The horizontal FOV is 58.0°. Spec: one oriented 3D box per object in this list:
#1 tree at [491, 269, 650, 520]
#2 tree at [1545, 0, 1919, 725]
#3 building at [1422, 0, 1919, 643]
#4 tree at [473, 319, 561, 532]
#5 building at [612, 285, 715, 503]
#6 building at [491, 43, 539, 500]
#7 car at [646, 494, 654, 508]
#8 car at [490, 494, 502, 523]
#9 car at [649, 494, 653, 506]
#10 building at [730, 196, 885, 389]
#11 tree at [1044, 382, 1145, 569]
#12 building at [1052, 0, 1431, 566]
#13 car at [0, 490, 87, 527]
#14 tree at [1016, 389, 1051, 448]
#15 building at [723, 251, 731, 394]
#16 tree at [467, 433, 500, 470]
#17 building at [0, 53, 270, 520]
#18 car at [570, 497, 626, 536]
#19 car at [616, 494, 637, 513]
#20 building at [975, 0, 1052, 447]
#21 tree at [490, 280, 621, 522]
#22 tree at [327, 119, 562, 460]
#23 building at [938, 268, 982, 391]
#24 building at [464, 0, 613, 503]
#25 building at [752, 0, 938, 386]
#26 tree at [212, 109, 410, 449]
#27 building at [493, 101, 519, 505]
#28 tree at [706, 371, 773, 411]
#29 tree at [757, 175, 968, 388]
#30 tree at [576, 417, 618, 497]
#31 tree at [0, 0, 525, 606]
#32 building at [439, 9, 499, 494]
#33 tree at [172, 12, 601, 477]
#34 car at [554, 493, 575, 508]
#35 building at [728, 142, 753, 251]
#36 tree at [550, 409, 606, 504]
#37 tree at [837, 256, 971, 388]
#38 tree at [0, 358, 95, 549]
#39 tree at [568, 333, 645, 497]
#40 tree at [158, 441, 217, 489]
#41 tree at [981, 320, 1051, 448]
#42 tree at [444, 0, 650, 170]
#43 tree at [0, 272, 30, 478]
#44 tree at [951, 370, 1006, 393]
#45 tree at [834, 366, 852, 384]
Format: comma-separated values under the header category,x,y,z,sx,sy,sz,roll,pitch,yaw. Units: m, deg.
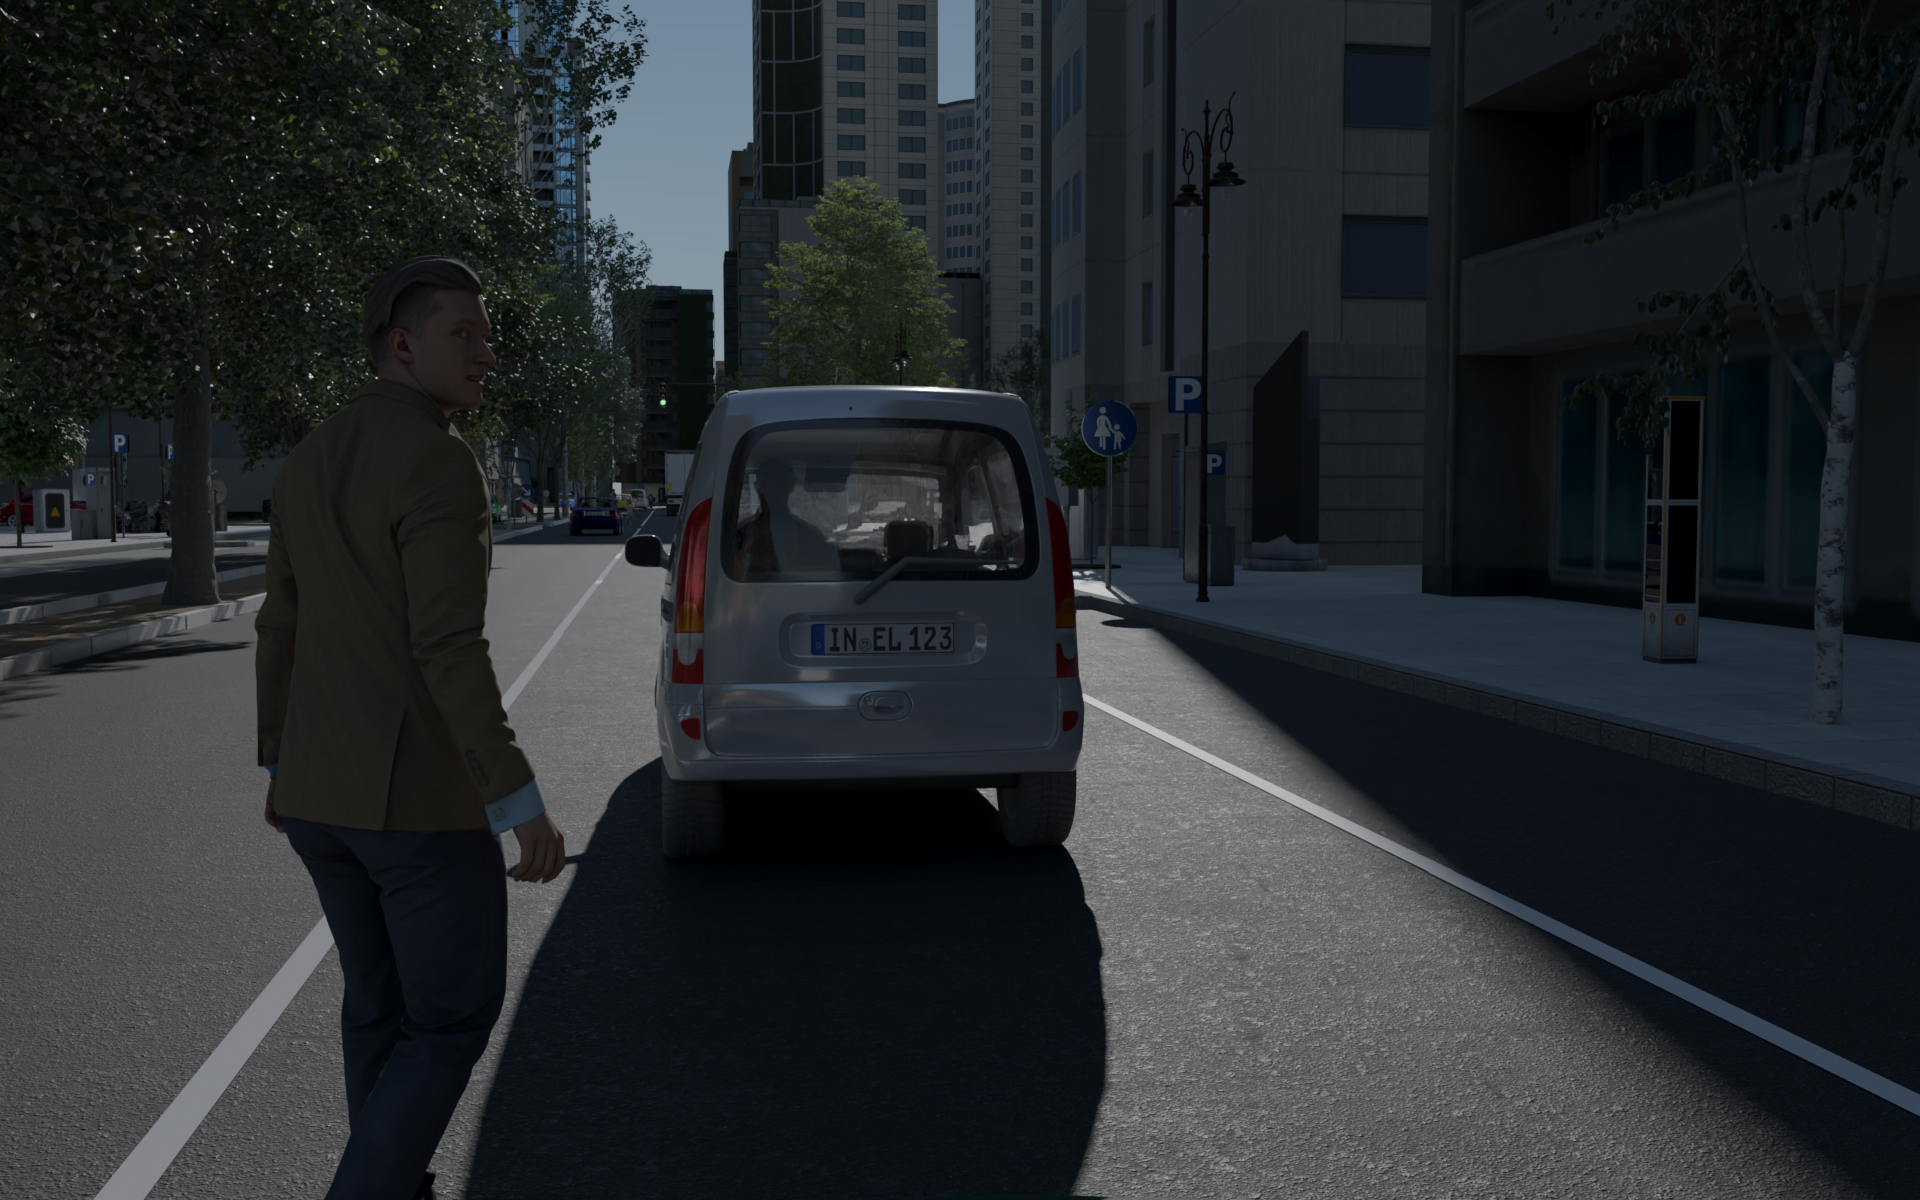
category,x,y,z,sx,sy,sz,roll,pitch,yaw
tree,-21.920,-11.075,93.905,12.009,13.543,11.850,0,3,0
tree,4.982,-3.626,9.649,4.360,8.622,3.978,0,3,0
building,18.233,-23.773,12.395,21.300,48.544,21.600,-1,4,-10
tree,-17.170,-6.907,65.743,4.360,8.622,3.978,0,3,0
building,-41.566,-28.829,243.050,14.107,30.474,14.160,-1,4,-10
building,-65.171,-37.805,207.347,27.495,52.752,28.713,-1,4,-10
car,-32.668,-10.209,178.721,2.131,1.459,4.920,-1,4,-9
car,-24.324,-4.847,88.046,1.959,1.807,4.718,-1,4,-11
car,-39.029,-12.643,215.506,1.959,1.807,4.718,0,4,-8
building,-15.107,-24.516,172.536,14.160,30.474,14.107,-1,4,-10
tree,2.268,-2.171,30.105,1.663,3.219,1.824,0,3,0
building,13.063,-30.736,44.530,21.231,58.520,28.212,-1,4,-10
car,-36.459,-3.744,70.255,4.494,1.783,2.155,-1,4,-8
tree,4.614,-10.078,115.141,4.360,8.622,3.978,0,3,0
building,-21.287,-26.666,207.685,14.160,30.474,14.107,-1,4,-10
tree,-39.902,-11.778,142.940,4.737,8.622,4.395,0,3,0
building,-46.122,-30.987,95.876,28.713,52.752,27.495,-1,4,-10
car,-12.815,-2.971,61.152,1.945,1.354,3.894,-1,4,-9
car,-26.251,-7.637,135.089,2.015,1.641,3.980,-1,4,-9
building,12.276,-48.095,224.598,20.611,71.187,20.563,-1,4,-10
tree,-19.995,-9.441,82.573,9.928,11.665,9.643,0,3,0
tree,-14.639,-7.692,46.355,7.486,12.596,7.792,0,3,0
building,-5.215,-27.735,225.168,14.107,30.474,14.160,-1,4,-10
building,-64.876,-56.830,241.846,31.000,86.520,22.319,-1,4,-10
building,-14.062,-45.952,189.568,20.563,71.187,20.611,-1,4,-10
tree,-11.274,-4.694,29.560,4.737,8.622,4.395,0,3,0
building,-58.512,-34.145,177.873,23.786,49.044,30.456,-1,4,-10
tree,-17.505,-13.450,145.670,9.928,11.665,9.643,0,3,0
tree,-3.452,-8.816,62.273,7.486,12.596,7.792,0,3,0
tree,-30.506,-11.713,144.330,4.360,8.622,3.978,0,3,0
tree,-9.993,-6.912,22.126,9.857,13.997,8.962,0,3,0
building,-49.793,-30.972,156.496,14.600,45.320,14.200,-1,4,-10
tree,-12.890,-7.243,37.891,9.611,12.733,9.660,0,3,0
car,-36.710,-9.265,161.078,1.945,1.707,3.694,-1,4,-11
building,-22.304,-34.942,221.414,14.600,45.320,14.200,-1,4,-10
tree,-26.051,-10.068,117.430,4.737,8.622,4.395,0,3,0
tree,-1.912,-6.294,53.267,4.737,8.622,4.395,0,3,0
tree,-22.599,-3.529,41.418,4.285,4.588,4.351,0,3,0
tree,-29.424,-13.941,137.053,9.857,13.997,8.962,0,3,0
tree,-24.705,-3.700,55.099,1.663,3.219,1.824,0,3,0
tree,3.703,-9.693,92.887,7.601,10.594,8.767,1,4,17
tree,-16.980,-12.134,56.732,12.611,20.169,13.585,0,3,0
tree,-21.058,-5.270,36.535,4.737,8.622,4.395,0,3,0
tree,0.295,-9.390,103.892,4.360,8.622,3.978,0,3,0
tree,-5.690,-8.729,93.077,4.360,8.622,3.978,0,3,0
